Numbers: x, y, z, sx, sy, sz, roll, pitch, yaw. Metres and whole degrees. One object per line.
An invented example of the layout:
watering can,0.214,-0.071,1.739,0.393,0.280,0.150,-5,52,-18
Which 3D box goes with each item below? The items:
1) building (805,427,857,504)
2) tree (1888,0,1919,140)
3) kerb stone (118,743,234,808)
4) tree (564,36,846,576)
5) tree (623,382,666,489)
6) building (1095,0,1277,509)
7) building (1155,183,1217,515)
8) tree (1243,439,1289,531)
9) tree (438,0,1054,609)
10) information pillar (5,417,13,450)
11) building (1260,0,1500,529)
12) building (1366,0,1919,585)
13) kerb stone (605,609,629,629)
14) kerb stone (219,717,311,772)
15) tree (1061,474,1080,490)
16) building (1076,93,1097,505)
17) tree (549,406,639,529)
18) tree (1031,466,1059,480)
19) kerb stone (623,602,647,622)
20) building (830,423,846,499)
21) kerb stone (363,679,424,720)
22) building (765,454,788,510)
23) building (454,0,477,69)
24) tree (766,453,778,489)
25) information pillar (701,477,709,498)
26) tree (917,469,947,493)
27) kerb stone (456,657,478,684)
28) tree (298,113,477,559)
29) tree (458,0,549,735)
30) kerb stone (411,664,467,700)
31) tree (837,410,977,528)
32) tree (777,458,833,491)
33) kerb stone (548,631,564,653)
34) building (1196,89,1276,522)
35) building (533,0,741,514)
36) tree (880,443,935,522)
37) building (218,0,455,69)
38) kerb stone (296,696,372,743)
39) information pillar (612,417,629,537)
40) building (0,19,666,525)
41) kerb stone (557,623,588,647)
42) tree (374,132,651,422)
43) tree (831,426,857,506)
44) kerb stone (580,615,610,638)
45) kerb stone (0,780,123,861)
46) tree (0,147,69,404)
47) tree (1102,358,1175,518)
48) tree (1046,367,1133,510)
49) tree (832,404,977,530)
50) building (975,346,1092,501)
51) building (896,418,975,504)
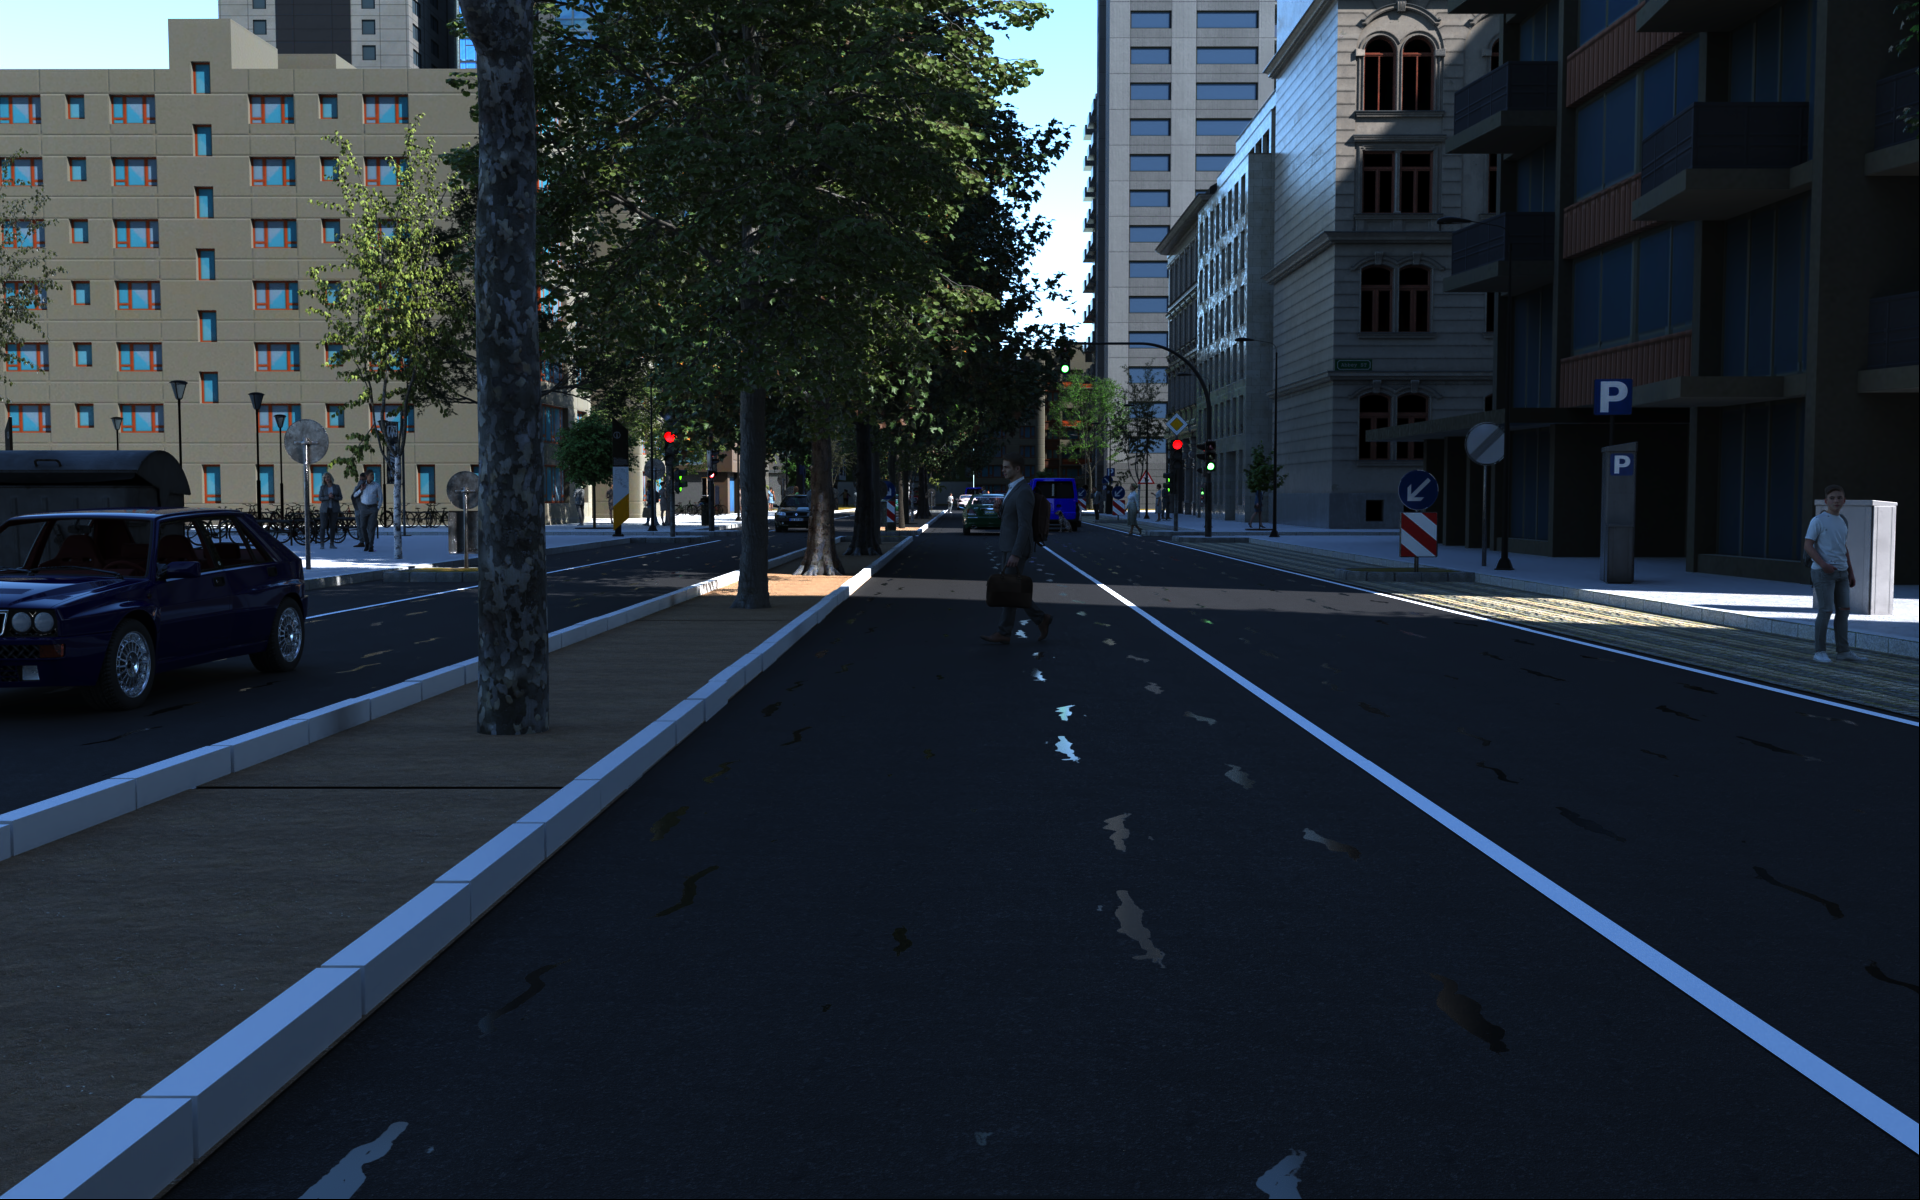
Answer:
building,-19.573,-33.333,228.591,14.086,41.232,14.154,0,4,0
tree,9.855,-5.340,13.061,9.928,11.665,9.643,0,3,0
kerb stone,-3.777,0.848,8.324,0.120,0.150,1.000,0,4,0
tree,-2.455,-6.783,30.373,9.611,12.733,9.660,0,3,0
tree,-14.121,-8.110,82.958,4.737,8.622,4.395,0,3,0
building,23.260,-37.903,161.715,21.231,58.520,28.212,0,4,0
building,18.354,-16.155,115.036,10.553,20.767,40.483,0,4,0
tree,10.568,-4.070,61.145,1.663,3.219,1.824,0,3,0
tree,-2.694,-6.187,21.745,7.486,12.596,7.792,0,3,0
information pillar,-28.870,-3.749,52.643,0.183,3.616,0.504,-3,5,-44
building,24.709,-17.222,68.972,23.554,28.519,14.401,0,4,0
building,21.650,-23.041,31.351,22.147,44.769,28.867,0,4,0
kerb stone,-3.732,0.227,18.562,0.120,0.150,1.000,0,4,0
kerb stone,-3.766,0.786,9.346,0.120,0.150,1.000,0,4,0
tree,10.572,-10.749,170.350,1.663,3.219,1.824,0,3,0
building,25.213,-35.008,191.992,23.786,49.044,30.456,0,4,0
tree,-13.653,-4.920,64.155,4.285,4.588,4.351,0,3,0
tree,10.188,-13.644,206.799,4.285,4.588,4.351,0,3,0
kerb stone,-3.724,0.162,19.585,0.120,0.150,1.000,0,4,0
building,-20.413,-26.228,200.520,14.107,30.474,14.160,0,4,0
kerb stone,-3.762,0.667,11.398,0.120,0.150,1.000,0,4,0
building,-25.307,-32.433,149.880,23.786,49.044,30.456,0,4,0
building,-43.329,-53.995,195.493,31.000,86.520,22.319,0,4,0
tree,-10.560,-8.548,90.116,4.737,8.622,4.395,0,3,0
information pillar,-11.152,-4.385,76.190,0.304,2.012,0.304,2,4,29
tree,-2.511,-10.129,118.430,4.737,8.622,4.395,0,3,0
kerb stone,-3.750,0.535,13.444,0.120,0.150,1.000,0,4,0
tree,-11.124,-5.134,34.299,4.737,8.622,4.395,0,3,0
tree,-3.898,-9.316,10.671,12.611,20.169,13.585,0,3,0
kerb stone,-3.759,0.598,12.422,0.120,0.150,1.000,0,4,0
tree,-2.401,-8.282,72.285,8.767,10.594,7.601,0,4,0
tree,-11.065,-8.968,130.339,4.285,4.588,4.351,0,3,0
kerb stone,-3.745,0.414,15.496,0.120,0.150,1.000,0,4,0
building,18.074,-14.138,85.901,10.420,20.320,16.860,0,4,0
building,-21.486,-28.554,116.973,14.600,45.320,14.200,0,4,0
tree,-2.821,-8.590,93.265,4.360,8.622,3.978,0,3,0
building,-69.132,-46.381,196.583,20.611,71.187,20.563,0,4,0
kerb stone,-3.769,0.723,10.376,0.120,0.150,1.000,0,4,0
information pillar,-10.266,-3.730,52.344,0.504,3.616,0.183,-1,4,-9
building,-30.763,-14.686,85.159,27.650,21.520,28.899,0,4,0
kerb stone,-3.740,0.352,16.518,0.120,0.150,1.000,0,4,0
tree,-11.664,-6.794,45.497,7.601,10.594,8.767,0,4,-7
tree,-10.742,-14.092,180.773,4.360,8.622,3.978,0,3,0
kerb stone,-3.738,0.285,17.539,0.120,0.150,1.000,0,4,0
kerb stone,-3.776,0.911,7.302,0.120,0.150,1.000,0,4,0
tree,-20.090,-5.178,35.022,4.360,8.622,3.978,0,3,0
tree,9.718,-8.801,94.264,4.360,8.622,3.978,0,3,0
tree,10.652,-13.262,142.597,9.928,11.665,9.643,0,3,0
tree,-2.424,-8.269,63.405,9.928,11.665,9.643,0,3,0
building,16.420,-23.894,235.710,28.899,21.520,27.650,0,4,0
building,-5.100,-33.282,227.751,14.086,41.232,14.154,0,4,0
